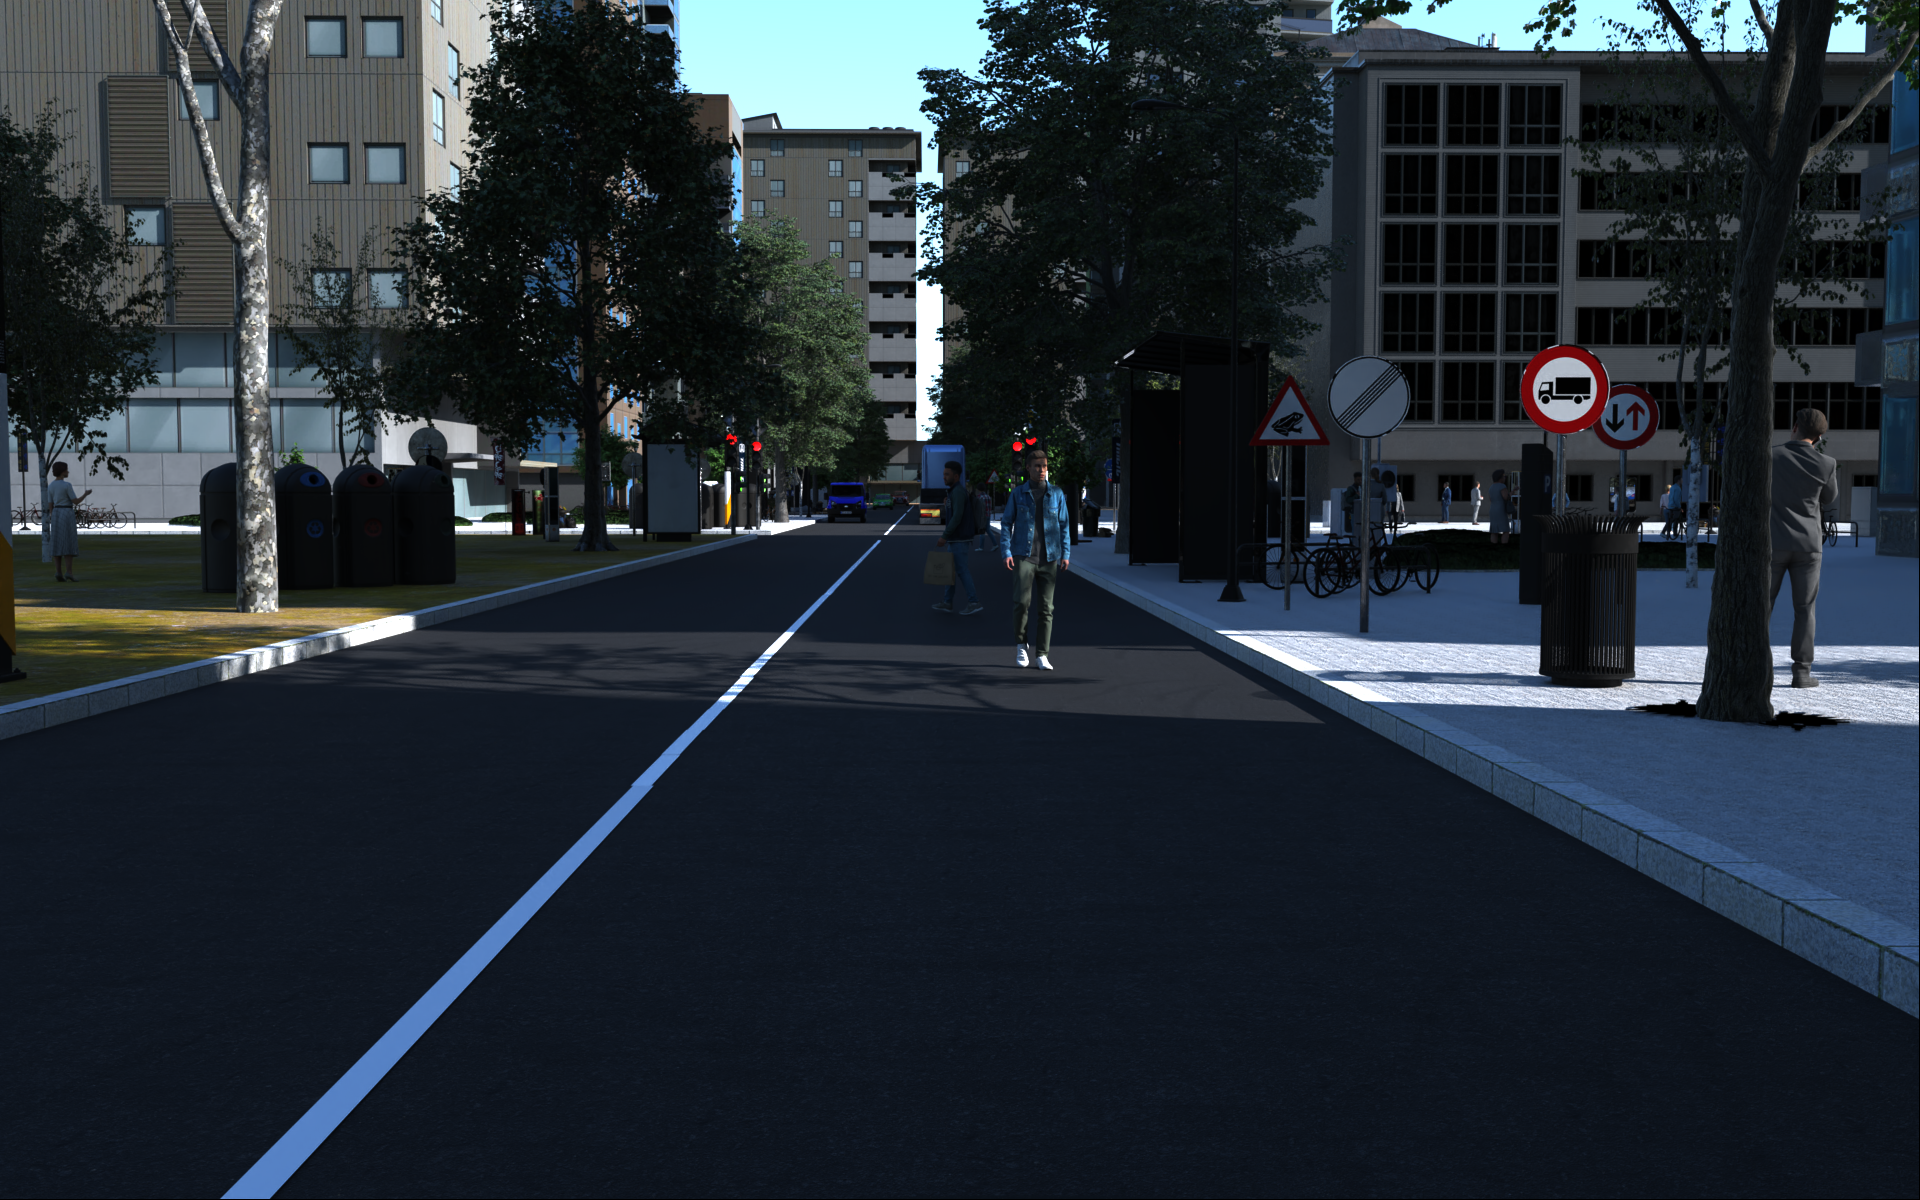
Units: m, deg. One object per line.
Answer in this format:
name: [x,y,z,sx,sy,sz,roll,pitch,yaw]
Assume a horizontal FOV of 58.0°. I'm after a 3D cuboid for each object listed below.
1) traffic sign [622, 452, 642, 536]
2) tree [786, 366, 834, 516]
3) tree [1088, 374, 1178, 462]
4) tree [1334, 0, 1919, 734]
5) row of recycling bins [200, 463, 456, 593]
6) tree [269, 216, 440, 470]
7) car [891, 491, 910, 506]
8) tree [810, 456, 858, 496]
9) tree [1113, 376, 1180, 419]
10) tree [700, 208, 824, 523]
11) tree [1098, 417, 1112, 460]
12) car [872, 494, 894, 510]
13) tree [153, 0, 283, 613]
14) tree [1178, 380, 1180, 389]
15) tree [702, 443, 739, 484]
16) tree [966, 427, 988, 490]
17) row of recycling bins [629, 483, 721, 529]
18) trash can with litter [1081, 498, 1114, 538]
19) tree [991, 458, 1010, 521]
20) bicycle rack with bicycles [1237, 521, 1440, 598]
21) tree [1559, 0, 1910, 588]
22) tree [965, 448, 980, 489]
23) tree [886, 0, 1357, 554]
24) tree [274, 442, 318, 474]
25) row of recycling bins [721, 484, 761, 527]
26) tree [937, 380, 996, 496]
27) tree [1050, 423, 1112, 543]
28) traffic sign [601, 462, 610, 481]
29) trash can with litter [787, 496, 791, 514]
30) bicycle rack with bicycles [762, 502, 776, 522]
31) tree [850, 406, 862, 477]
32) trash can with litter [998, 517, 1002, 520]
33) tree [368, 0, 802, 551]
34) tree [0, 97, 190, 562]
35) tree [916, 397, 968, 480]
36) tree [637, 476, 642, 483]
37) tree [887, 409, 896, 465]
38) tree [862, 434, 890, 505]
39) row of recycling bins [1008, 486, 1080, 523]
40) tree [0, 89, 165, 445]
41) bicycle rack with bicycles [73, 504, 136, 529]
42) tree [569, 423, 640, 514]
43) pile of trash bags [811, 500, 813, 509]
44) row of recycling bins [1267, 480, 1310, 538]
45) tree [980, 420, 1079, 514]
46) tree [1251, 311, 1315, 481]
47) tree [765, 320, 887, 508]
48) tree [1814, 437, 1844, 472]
traffic sign: [-9.922,-3.216,52.685,0.768,2.556,0.104,0,4,6]
tree: [-9.089,-9.148,99.932,4.360,8.622,3.978,0,3,0]
tree: [9.942,-9.528,106.149,4.737,8.622,4.395,0,3,0]
tree: [4.564,-5.119,9.443,9.928,11.665,9.643,0,3,0]
row of recycling bins: [-8.628,-1.019,23.771,1.069,1.692,3.534,3,5,42]
tree: [-16.425,-5.901,46.852,4.360,8.622,3.978,0,3,0]
car: [-7.156,-12.180,207.812,2.281,1.827,5.304,0,4,-1]
tree: [-9.880,-9.547,139.801,4.285,4.588,4.351,0,3,0]
tree: [11.512,-8.916,96.145,4.360,8.622,3.978,0,3,0]
tree: [-7.969,-10.443,77.398,9.857,13.997,8.962,0,3,0]
tree: [12.257,-11.085,131.603,4.360,8.622,3.978,0,3,0]
car: [-6.933,-9.002,155.971,1.959,1.807,4.718,0,4,-1]
tree: [-8.636,-10.001,19.407,12.611,20.169,13.585,0,3,0]
tree: [12.033,-10.083,115.224,4.737,8.622,4.395,0,3,0]
tree: [-14.415,-7.471,105.871,4.285,4.588,4.351,0,3,0]
tree: [1.704,-12.040,147.219,4.360,8.622,3.978,0,3,0]
row of recycling bins: [-10.714,-3.476,63.952,3.534,1.692,1.069,2,4,24]
trash can with litter: [4.110,-2.455,51.528,1.055,1.170,0.624,3,4,38]
tree: [2.078,-5.373,82.457,1.663,3.219,1.824,0,3,0]
bicycle rack with bicycles: [5.085,-0.571,22.722,2.925,0.926,2.852,-2,4,-24]
tree: [10.271,-4.472,23.476,4.360,8.622,3.978,0,3,0]
tree: [1.656,-7.908,113.011,4.285,4.588,4.351,0,3,0]
tree: [3.573,-7.982,37.154,9.857,13.997,8.962,0,3,0]
tree: [-24.436,-4.241,63.941,1.663,3.219,1.824,0,3,0]
row of recycling bins: [-9.027,-3.681,67.294,1.069,1.692,3.534,3,4,36]
tree: [1.076,-15.255,167.545,7.486,12.596,7.792,0,3,0]
tree: [2.928,-3.145,46.022,1.663,3.219,1.824,0,3,0]
traffic sign: [-11.298,-3.202,54.480,0.606,2.300,0.079,0,4,6]
trash can with litter: [-12.460,-6.637,119.895,1.055,1.170,0.624,-2,4,-33]
bicycle rack with bicycles: [-9.370,-4.084,80.154,2.852,0.926,2.925,1,4,16]
tree: [-11.501,-16.403,193.942,9.928,11.665,9.643,0,3,0]
trash can with litter: [2.695,-4.516,84.892,2.233,1.210,1.678,1,4,9]
tree: [-8.373,-7.449,38.795,9.611,12.733,9.660,0,3,0]
tree: [-16.953,-5.009,32.257,4.360,8.622,3.978,0,3,0]
tree: [-0.218,-17.155,197.489,9.611,12.733,9.660,0,3,0]
tree: [-24.450,-8.531,134.079,1.663,3.219,1.824,0,3,0]
tree: [-10.109,-15.776,176.070,7.486,12.596,7.792,0,3,0]
tree: [-10.350,-15.368,201.628,4.737,8.622,4.395,0,3,0]
row of recycling bins: [3.793,-4.231,76.293,3.534,1.692,1.069,1,4,16]
tree: [-24.925,-7.620,41.601,9.611,12.733,9.660,0,3,0]
bicycle rack with bicycles: [-32.237,-3.120,64.398,2.852,0.926,2.925,3,4,36]
tree: [-16.079,-5.835,79.118,4.285,4.588,4.351,0,3,0]
pile of trash bags: [-10.643,-6.552,116.873,1.912,1.369,3.447,0,4,1]
row of recycling bins: [9.053,-2.734,51.815,1.069,1.692,3.534,-2,4,-35]
tree: [3.056,-5.002,65.498,4.285,4.588,4.351,0,3,0]
tree: [12.115,-7.317,69.995,4.360,8.622,3.978,0,3,0]
tree: [-9.683,-11.922,113.044,7.486,12.596,7.792,0,3,0]
tree: [25.107,-3.488,51.628,1.663,3.219,1.824,0,3,0]
